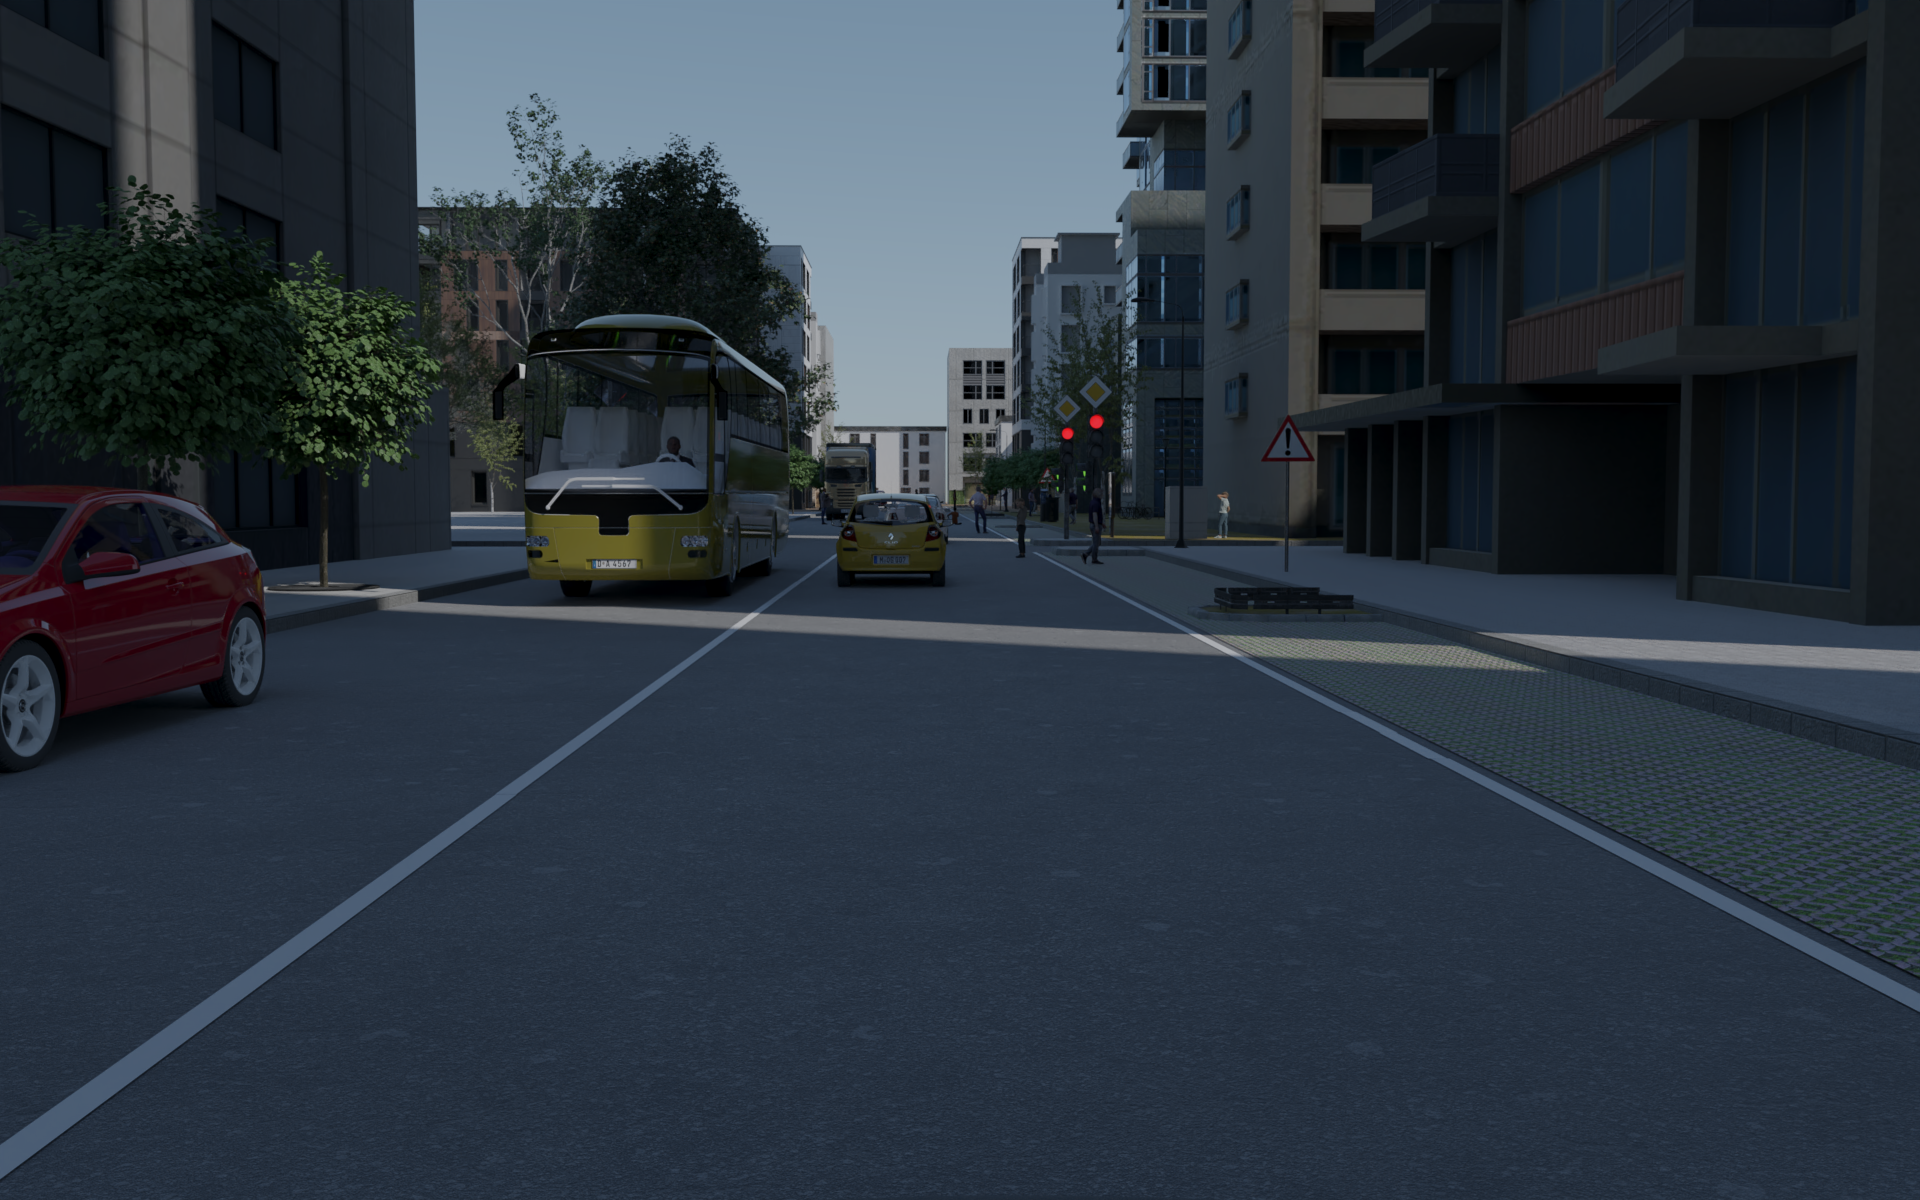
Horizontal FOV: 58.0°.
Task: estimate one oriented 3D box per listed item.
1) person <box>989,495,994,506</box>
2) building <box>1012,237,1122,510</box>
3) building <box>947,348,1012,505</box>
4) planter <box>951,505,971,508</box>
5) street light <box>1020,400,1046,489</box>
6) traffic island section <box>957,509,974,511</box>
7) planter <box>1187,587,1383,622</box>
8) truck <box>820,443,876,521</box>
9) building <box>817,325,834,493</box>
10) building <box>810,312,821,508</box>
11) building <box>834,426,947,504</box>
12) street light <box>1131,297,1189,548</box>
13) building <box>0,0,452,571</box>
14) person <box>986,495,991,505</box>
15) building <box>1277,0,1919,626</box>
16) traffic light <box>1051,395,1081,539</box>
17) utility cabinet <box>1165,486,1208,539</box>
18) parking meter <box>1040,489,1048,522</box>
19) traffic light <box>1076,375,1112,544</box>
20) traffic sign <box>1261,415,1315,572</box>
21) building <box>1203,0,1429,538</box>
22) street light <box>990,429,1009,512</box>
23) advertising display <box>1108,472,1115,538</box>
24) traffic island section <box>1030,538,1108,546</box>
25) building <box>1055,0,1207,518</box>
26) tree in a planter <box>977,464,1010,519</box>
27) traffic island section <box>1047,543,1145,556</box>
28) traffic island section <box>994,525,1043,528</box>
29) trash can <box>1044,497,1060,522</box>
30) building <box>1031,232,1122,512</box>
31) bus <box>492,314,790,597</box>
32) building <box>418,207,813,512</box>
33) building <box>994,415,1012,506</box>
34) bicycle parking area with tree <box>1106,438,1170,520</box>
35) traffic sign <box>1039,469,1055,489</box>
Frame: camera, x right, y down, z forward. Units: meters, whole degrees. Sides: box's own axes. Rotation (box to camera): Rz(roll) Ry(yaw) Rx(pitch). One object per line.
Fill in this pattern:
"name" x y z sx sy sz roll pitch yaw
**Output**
"person" 3.490 -11.280 190.912 0.683 1.767 0.568 1 4 10
"building" 18.431 -18.989 154.447 27.936 21.610 32.646 0 4 -1
"building" 14.241 -21.517 218.262 31.486 18.905 16.747 0 4 -1
"planter" 0.084 -9.585 177.857 1.991 0.319 1.994 0 4 -1
"street light" 3.653 -6.906 85.457 1.470 5.913 1.316 0 4 -1
"traffic island section" 0.708 -7.833 150.927 1.991 0.108 1.994 0 4 -1
"planter" 3.706 0.055 20.243 1.991 0.319 1.994 0 4 -1
"truck" -6.124 -6.618 97.124 2.839 4.237 11.283 0 4 -1
"building" -29.990 -19.773 189.751 31.486 18.905 16.747 0 4 -1
"building" -21.040 -18.728 162.614 16.016 20.091 11.380 0 4 -1
"building" -15.668 -16.645 214.291 28.070 9.664 9.099 0 4 -1
"street light" 4.726 -4.191 41.057 1.470 5.913 1.316 0 4 -1
"building" -21.848 -36.042 27.537 20.611 71.187 20.563 0 4 -1
"person" 3.369 -11.876 200.184 0.705 1.831 1.348 2 4 27
"building" 18.240 -22.593 24.018 22.147 44.769 28.867 0 4 -1
"traffic light" 3.000 -3.676 49.018 0.839 4.253 0.868 0 4 -1
"utility cabinet" 6.355 -2.446 48.671 1.173 1.500 0.318 -1 4 -20
"parking meter" 3.913 -4.405 80.441 0.372 1.533 0.369 0 3 0
"traffic light" 3.183 -3.187 41.035 0.839 4.253 0.868 0 4 -1
"traffic sign" 5.379 -1.741 28.473 0.884 2.594 0.081 0 4 3
"building" 19.719 -26.658 59.559 21.600 48.544 21.300 0 4 -1
"street light" 2.817 -9.275 124.180 1.470 5.913 1.316 0 4 -1
"advertising display" 4.504 -2.825 51.396 0.123 1.923 0.974 0 3 0
"traffic island section" 3.040 -1.642 49.133 2.009 0.180 2.903 0 4 -1
"building" 18.358 -48.598 107.244 22.319 86.520 31.000 0 4 -1
"tree in a planter" 1.860 -6.325 100.632 1.991 3.239 1.994 0 4 -1
"traffic island section" 3.223 -1.154 41.150 2.009 0.180 2.903 0 4 -1
"traffic island section" 2.469 -3.115 73.791 1.991 0.108 1.994 0 4 -1
"trash can" 4.204 -4.118 78.985 0.748 1.137 0.748 0 3 0
"building" 13.522 -16.806 131.193 16.016 20.091 11.380 0 4 -1
"bus" -4.441 -2.196 27.459 2.896 3.916 12.252 0 4 -1
"building" -26.918 -18.103 139.961 27.936 21.610 32.646 0 4 -1
"building" 8.814 -14.854 185.015 9.099 9.664 28.070 0 4 -1
"bicycle parking area with tree" 12.344 -6.153 87.608 9.016 4.147 8.231 -2 4 -24
"traffic sign" 4.255 -5.153 84.249 0.884 2.594 0.081 0 4 3
